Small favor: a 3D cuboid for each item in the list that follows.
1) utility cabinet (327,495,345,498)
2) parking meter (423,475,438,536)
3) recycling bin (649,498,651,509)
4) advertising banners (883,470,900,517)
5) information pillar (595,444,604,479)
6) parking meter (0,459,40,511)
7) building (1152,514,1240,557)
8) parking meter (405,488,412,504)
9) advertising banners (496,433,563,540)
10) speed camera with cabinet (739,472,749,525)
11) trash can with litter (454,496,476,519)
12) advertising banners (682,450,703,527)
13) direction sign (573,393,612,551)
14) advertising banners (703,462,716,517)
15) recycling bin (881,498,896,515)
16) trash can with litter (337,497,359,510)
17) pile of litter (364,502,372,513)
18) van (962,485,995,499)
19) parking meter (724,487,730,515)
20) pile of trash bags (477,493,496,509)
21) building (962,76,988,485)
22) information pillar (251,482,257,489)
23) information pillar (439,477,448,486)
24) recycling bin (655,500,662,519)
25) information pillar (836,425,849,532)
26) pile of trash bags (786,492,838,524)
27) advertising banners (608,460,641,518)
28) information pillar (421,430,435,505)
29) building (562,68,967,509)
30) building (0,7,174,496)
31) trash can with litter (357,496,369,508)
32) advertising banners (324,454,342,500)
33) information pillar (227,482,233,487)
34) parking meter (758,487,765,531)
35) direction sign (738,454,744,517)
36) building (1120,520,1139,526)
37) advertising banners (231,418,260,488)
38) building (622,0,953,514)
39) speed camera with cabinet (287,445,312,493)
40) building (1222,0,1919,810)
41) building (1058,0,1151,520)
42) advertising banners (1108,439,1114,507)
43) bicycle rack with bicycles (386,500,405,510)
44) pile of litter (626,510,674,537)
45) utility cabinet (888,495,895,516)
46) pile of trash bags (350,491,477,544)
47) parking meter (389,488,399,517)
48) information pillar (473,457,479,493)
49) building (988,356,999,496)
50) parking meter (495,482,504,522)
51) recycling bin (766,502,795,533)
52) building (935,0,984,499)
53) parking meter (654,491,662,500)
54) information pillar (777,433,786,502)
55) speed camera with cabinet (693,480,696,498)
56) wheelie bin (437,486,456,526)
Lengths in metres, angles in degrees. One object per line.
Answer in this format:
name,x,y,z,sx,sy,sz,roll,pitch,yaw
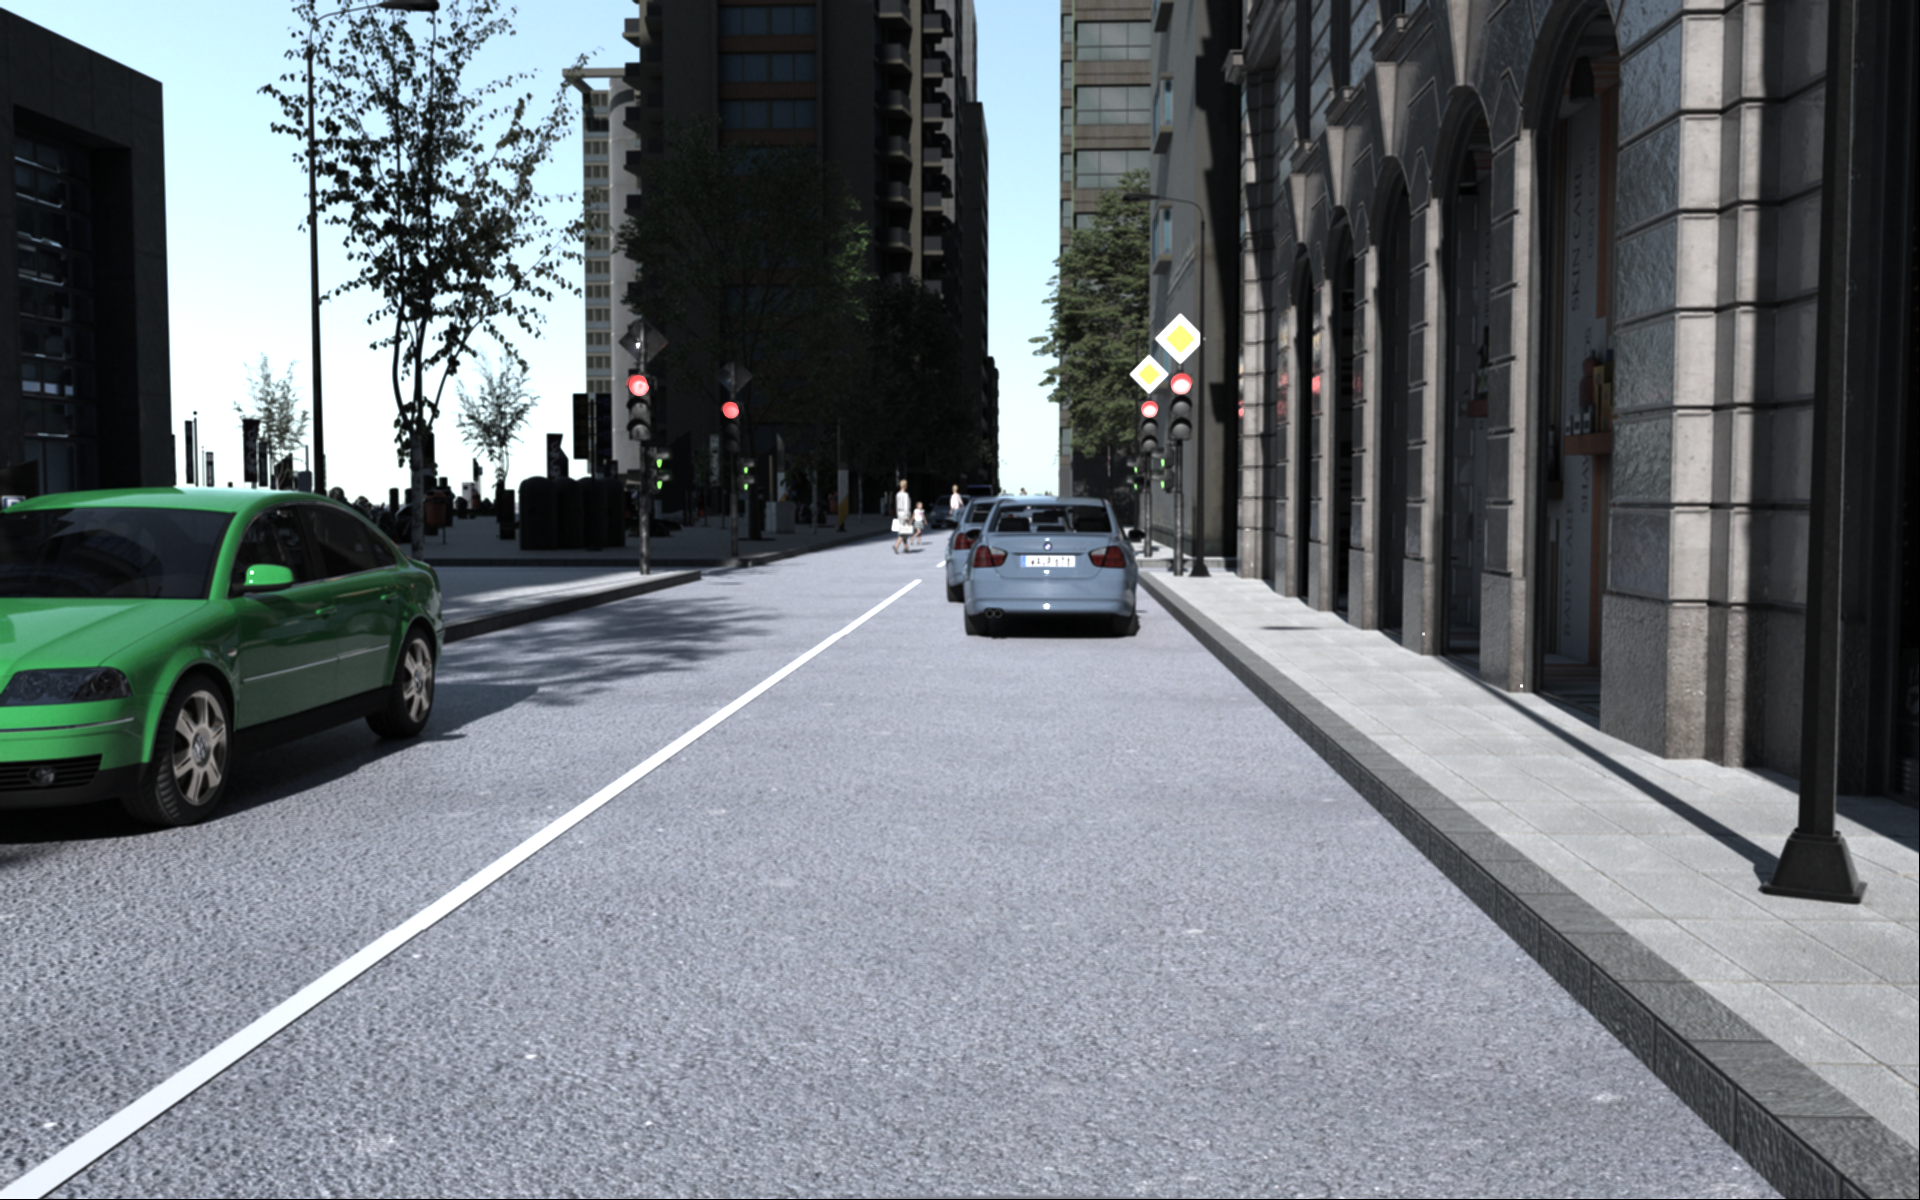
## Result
utility cabinet,-36.311,-5.476,100.695,1.020,1.237,0.306,-1,4,-21
parking meter,-16.374,-2.929,53.608,0.255,1.863,0.399,2,4,25
recycling bin,-18.891,-5.559,103.451,0.722,1.027,0.722,0,4,-1
advertising banners,-3.890,-6.288,98.988,0.090,3.025,2.074,-2,4,-28
information pillar,-14.203,-4.705,68.281,0.183,3.616,0.504,2,4,24
parking meter,-6.902,-0.258,12.622,0.372,1.533,0.369,0,3,0
building,15.721,-25.700,43.896,21.600,48.544,21.300,0,4,3
parking meter,-23.619,-4.031,74.316,0.372,1.533,0.369,0,3,0
advertising banners,-12.247,-3.255,49.403,2.074,3.025,0.090,-3,5,-39
speed camera with cabinet,-8.726,-4.771,72.344,0.660,3.252,2.038,0,4,8
trash can with litter,-25.644,-4.795,89.786,0.624,1.170,1.055,3,5,40
advertising banners,-10.655,-4.429,68.604,0.090,3.025,2.074,0,4,8
direction sign,-8.261,-2.873,38.976,0.876,3.537,0.379,0,4,5
advertising banners,-14.235,-6.057,95.213,2.074,3.025,0.090,1,4,21
recycling bin,-4.506,-5.885,108.779,0.722,1.027,0.722,2,4,26
trash can with litter,-17.787,-2.410,50.458,1.678,1.210,2.233,0,4,-4
pile of litter,-32.994,-5.009,95.855,1.176,0.858,1.719,-2,4,-25
van,1.289,-6.881,116.895,2.240,2.365,5.245,0,4,2
parking meter,-14.104,-6.041,104.479,0.399,1.863,0.255,2,4,29
pile of trash bags,-28.514,-5.786,104.351,1.912,1.369,3.447,1,4,10
building,-7.652,-35.593,205.648,21.300,48.544,21.600,0,4,3
information pillar,-27.370,-4.634,67.124,0.183,3.616,0.504,-2,4,-35
information pillar,-22.217,-4.282,74.504,0.304,2.012,0.304,-2,4,-32
recycling bin,-12.950,-3.873,75.870,0.722,1.027,0.722,0,4,-1
information pillar,-4.009,-4.156,59.301,0.183,3.616,0.504,2,4,35
pile of trash bags,-6.269,-3.930,74.009,3.447,1.369,1.912,3,5,42
advertising banners,-17.215,-5.722,89.737,2.074,3.025,0.090,-2,4,-28
information pillar,-17.143,-3.938,55.747,0.183,3.616,0.504,3,5,43
building,-15.715,-28.120,151.640,32.217,40.220,23.993,0,4,3
building,-28.490,-42.927,14.528,31.000,86.520,22.319,0,4,3
trash can with litter,-35.329,-5.598,102.912,0.624,1.170,1.055,1,4,23
advertising banners,-27.328,-4.837,75.278,0.090,3.025,2.074,-3,5,-42
information pillar,-43.103,-5.983,102.321,0.304,2.012,0.304,-2,4,-29
parking meter,-7.010,-3.181,60.414,0.372,1.533,0.369,0,3,0
direction sign,-12.286,-6.426,97.070,0.379,3.537,0.876,-2,4,-23
building,11.905,-23.974,75.566,14.154,41.232,14.086,0,4,3
advertising banners,-16.700,-2.646,39.451,0.090,3.025,2.074,2,4,24
building,-11.924,-28.763,124.906,22.147,44.769,28.867,0,4,3
speed camera with cabinet,-26.743,-4.631,70.055,0.660,3.252,2.038,-2,4,-33
building,9.606,-10.561,14.480,13.314,21.916,24.055,0,4,3
building,12.918,-25.612,102.353,14.154,41.232,14.086,0,4,3
advertising banners,4.762,-3.578,54.681,0.090,3.025,2.074,0,4,2
bicycle rack with bicycles,-32.052,-5.449,102.473,2.925,0.926,2.852,1,4,16
pile of litter,-9.491,-2.334,52.123,1.719,0.858,1.176,0,4,-3
utility cabinet,-4.070,-5.561,102.076,0.306,1.237,1.020,1,4,10
pile of trash bags,-14.596,-2.163,45.113,3.447,1.369,1.912,2,4,32
parking meter,-23.447,-3.876,71.775,0.372,1.533,0.369,0,3,0
information pillar,-30.926,-7.297,110.660,0.183,3.616,0.504,1,4,21
building,-8.973,-23.685,232.295,27.650,21.520,28.899,0,4,3
parking meter,-21.340,-4.564,80.335,0.399,1.863,0.255,-1,4,-15
recycling bin,-5.882,-2.707,56.807,0.722,1.027,0.722,-2,4,-35
building,-5.675,-49.976,255.357,20.563,71.187,20.611,0,4,3
parking meter,-15.352,-5.051,88.290,0.399,1.863,0.255,1,4,11
information pillar,-6.841,-4.590,66.401,0.183,3.616,0.504,-3,5,-41
speed camera with cabinet,-17.612,-7.135,110.991,2.038,3.252,0.660,0,4,-8
wheelie bin,-20.409,-3.709,68.544,0.980,1.594,0.693,-3,5,-42
